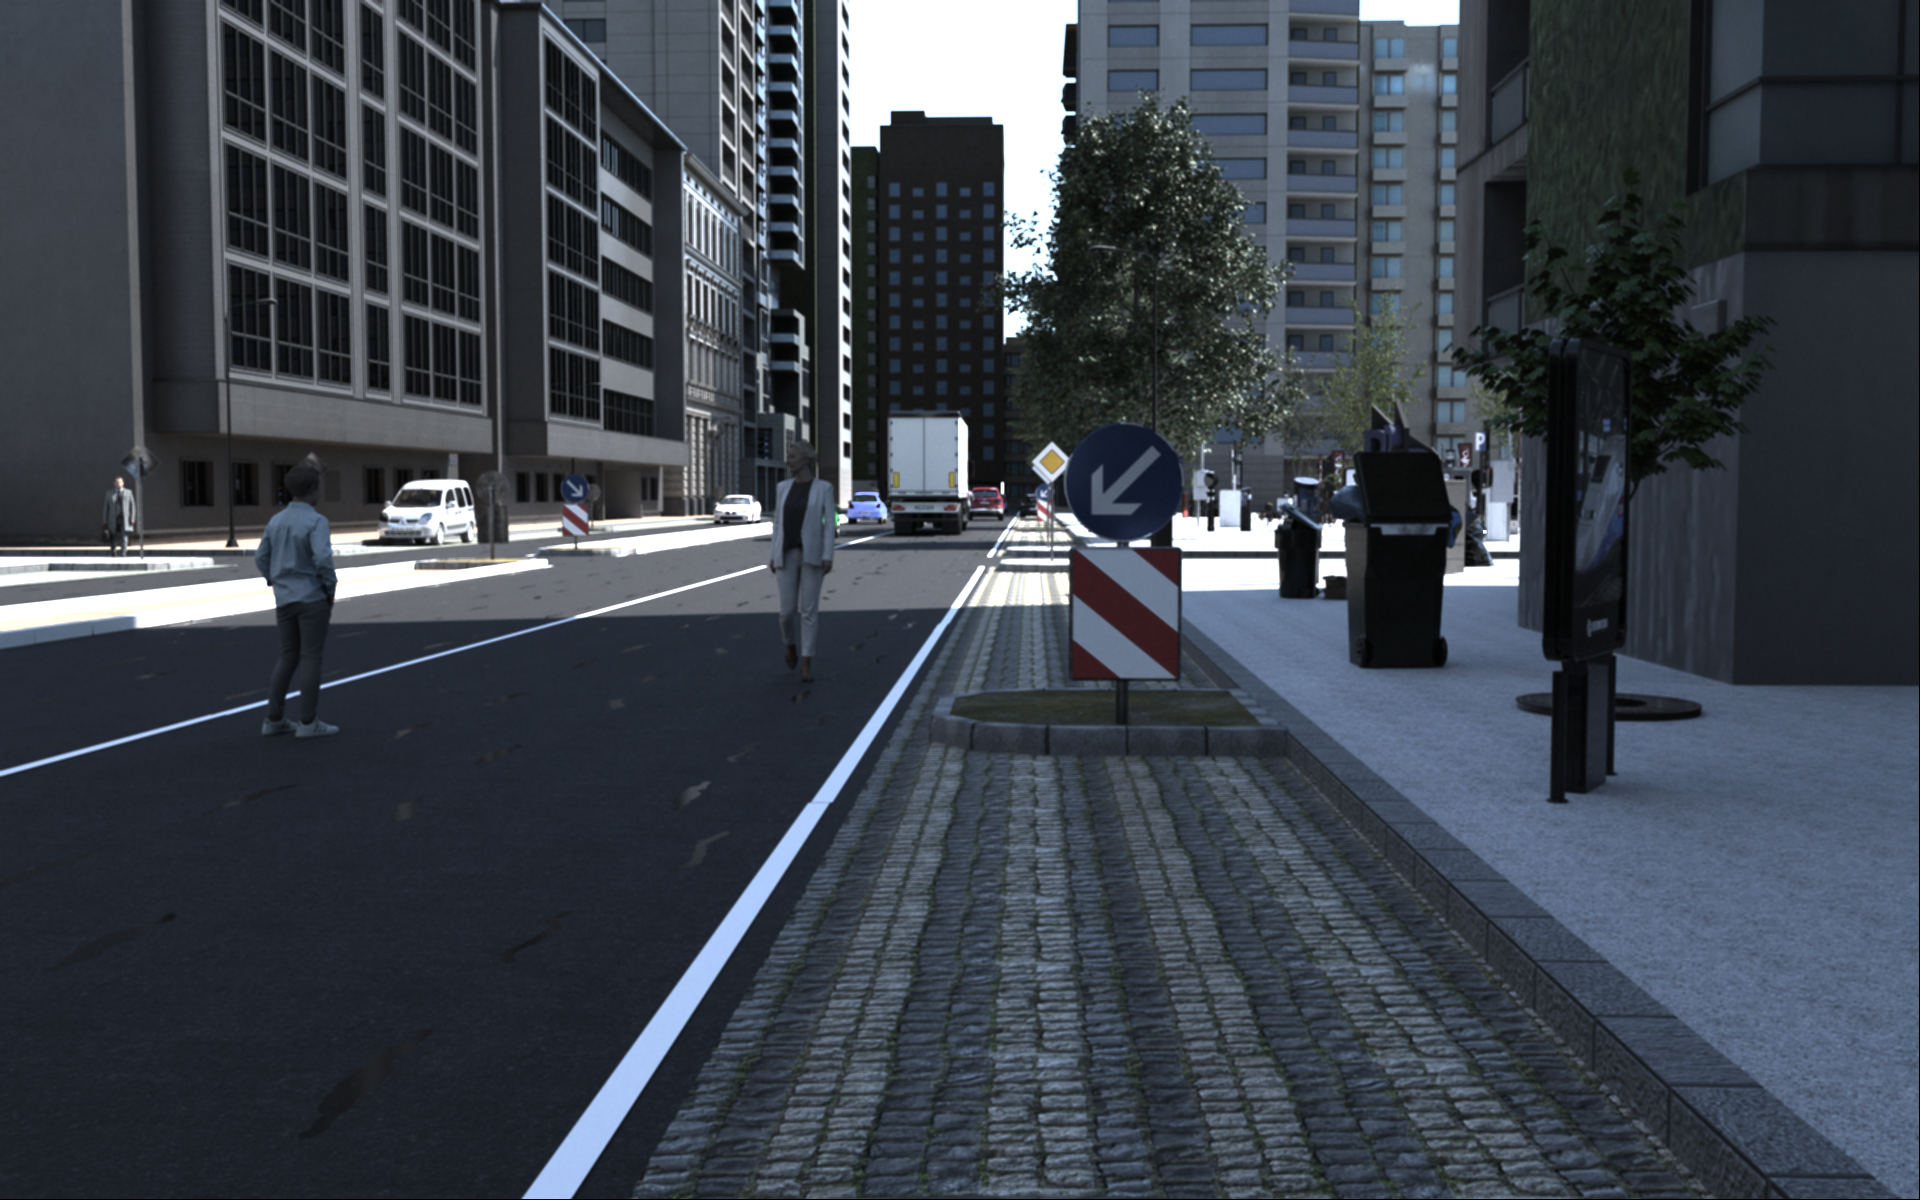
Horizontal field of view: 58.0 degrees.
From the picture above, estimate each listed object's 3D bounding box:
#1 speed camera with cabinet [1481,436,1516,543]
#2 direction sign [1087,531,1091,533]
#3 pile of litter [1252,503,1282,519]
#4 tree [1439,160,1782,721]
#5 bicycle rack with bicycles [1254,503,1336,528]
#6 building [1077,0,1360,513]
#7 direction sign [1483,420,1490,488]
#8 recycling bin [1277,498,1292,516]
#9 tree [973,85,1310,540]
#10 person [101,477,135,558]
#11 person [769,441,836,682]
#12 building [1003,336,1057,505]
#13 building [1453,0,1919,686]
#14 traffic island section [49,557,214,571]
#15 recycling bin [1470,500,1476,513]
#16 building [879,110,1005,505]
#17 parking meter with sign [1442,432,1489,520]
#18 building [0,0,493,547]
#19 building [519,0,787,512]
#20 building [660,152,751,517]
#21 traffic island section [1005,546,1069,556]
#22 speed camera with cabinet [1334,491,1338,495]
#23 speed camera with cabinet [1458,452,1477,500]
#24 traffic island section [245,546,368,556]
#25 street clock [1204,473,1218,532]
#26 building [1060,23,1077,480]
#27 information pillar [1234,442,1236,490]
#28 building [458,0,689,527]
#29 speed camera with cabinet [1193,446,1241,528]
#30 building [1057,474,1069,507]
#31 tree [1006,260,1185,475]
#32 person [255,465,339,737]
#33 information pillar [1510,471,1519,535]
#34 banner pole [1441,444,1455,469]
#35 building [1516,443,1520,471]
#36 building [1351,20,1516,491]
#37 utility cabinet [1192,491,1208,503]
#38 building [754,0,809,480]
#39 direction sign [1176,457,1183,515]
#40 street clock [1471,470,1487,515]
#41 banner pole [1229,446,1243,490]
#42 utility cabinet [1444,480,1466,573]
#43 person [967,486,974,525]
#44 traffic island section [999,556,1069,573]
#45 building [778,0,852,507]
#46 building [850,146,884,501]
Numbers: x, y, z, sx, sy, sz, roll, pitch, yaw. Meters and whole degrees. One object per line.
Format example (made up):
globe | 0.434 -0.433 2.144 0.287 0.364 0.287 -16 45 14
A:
speed camera with cabinet | 14.442 -3.192 46.519 0.660 3.252 2.038 1 4 9
direction sign | 4.429 -4.017 57.673 0.379 3.537 0.876 -1 4 -20
pile of litter | 16.156 -4.712 91.007 1.719 0.858 1.176 1 4 19
tree | 3.935 -0.947 10.086 1.663 3.219 1.824 0 3 0
bicycle rack with bicycles | 13.138 -3.256 66.624 2.925 0.926 2.852 3 4 37
building | 19.404 -36.088 132.035 21.231 58.520 28.212 0 4 2
direction sign | 16.142 -3.742 53.171 0.379 3.537 0.876 0 4 6
recycling bin | 19.261 -5.514 102.706 0.722 1.027 0.722 2 4 28
tree | 5.091 -8.083 49.172 9.611 12.733 9.660 0 3 0
person | -18.610 -1.815 38.275 0.694 1.812 0.767 -2 4 -24
person | -1.231 -0.314 13.517 0.514 1.842 0.818 0 4 -5
building | 20.024 -22.494 212.809 28.899 21.520 27.650 0 4 2
building | 12.481 -20.386 16.911 14.154 41.232 14.086 0 4 2
traffic island section | -15.819 -0.683 33.452 2.009 0.180 2.903 0 4 2
recycling bin | 21.776 -3.739 73.684 0.722 1.027 0.722 0 4 7
building | -1.824 -33.958 205.329 14.200 45.320 14.600 0 4 2
parking meter with sign | 13.798 -3.177 48.206 1.738 3.016 0.543 -1 4 -19
building | -25.019 -15.896 53.414 14.314 27.812 24.014 0 4 2
building | -23.616 -42.055 125.855 20.563 71.187 20.611 0 4 2
building | -19.921 -16.977 106.458 11.050 23.489 19.941 0 4 2
traffic island section | 2.087 -1.127 40.700 2.009 0.180 2.903 0 4 2
speed camera with cabinet | 21.390 -6.224 96.106 2.038 3.252 0.660 1 4 16
speed camera with cabinet | 24.196 -5.362 82.012 2.038 3.252 0.660 -1 4 -8
traffic island section | -15.489 -1.171 41.430 2.009 0.180 2.903 0 4 2
street clock | 8.546 -3.325 58.941 0.358 2.002 0.471 -2 4 -35
building | 20.449 -30.975 161.071 22.147 44.769 28.867 0 4 2
information pillar | 11.779 -5.072 74.282 0.183 3.616 0.504 1 4 10
building | -22.653 -16.036 81.251 14.314 24.678 30.058 0 4 2
speed camera with cabinet | 10.033 -4.423 66.644 2.038 3.252 0.660 2 4 27
building | 17.330 -25.208 183.859 14.160 30.474 14.107 0 4 2
tree | 5.973 -9.489 73.273 7.486 12.596 7.792 0 3 0
person | -3.888 0.003 10.259 0.589 1.601 0.330 2 4 33
information pillar | 17.384 -3.053 54.412 0.304 2.012 0.304 1 4 9
banner pole | 24.077 -5.852 85.701 0.863 3.779 0.401 2 4 34
building | 68.290 -45.258 178.213 20.611 71.187 20.563 0 4 2
building | 41.913 -34.175 178.371 30.456 49.044 23.786 0 4 2
utility cabinet | 15.352 -6.241 110.719 1.173 1.500 0.318 -3 4 -38
building | -24.455 -51.286 151.201 22.319 86.520 31.000 0 4 2
direction sign | 13.025 -6.902 104.843 0.876 3.537 0.379 1 4 13
street clock | 15.326 -2.857 51.276 0.471 2.002 0.358 1 4 15
banner pole | 14.163 -6.076 89.353 0.863 3.779 0.401 0 4 6
utility cabinet | 7.461 -1.158 27.608 1.173 1.500 0.318 -1 4 -19
person | 0.332 -4.330 79.142 0.661 1.843 0.795 -1 4 -17
traffic island section | 1.757 -0.639 32.722 2.009 0.180 2.903 0 4 2
building | -25.893 -39.142 181.971 28.212 58.520 21.231 0 4 2
building | -16.164 -31.982 206.499 14.086 41.232 14.154 0 4 2
